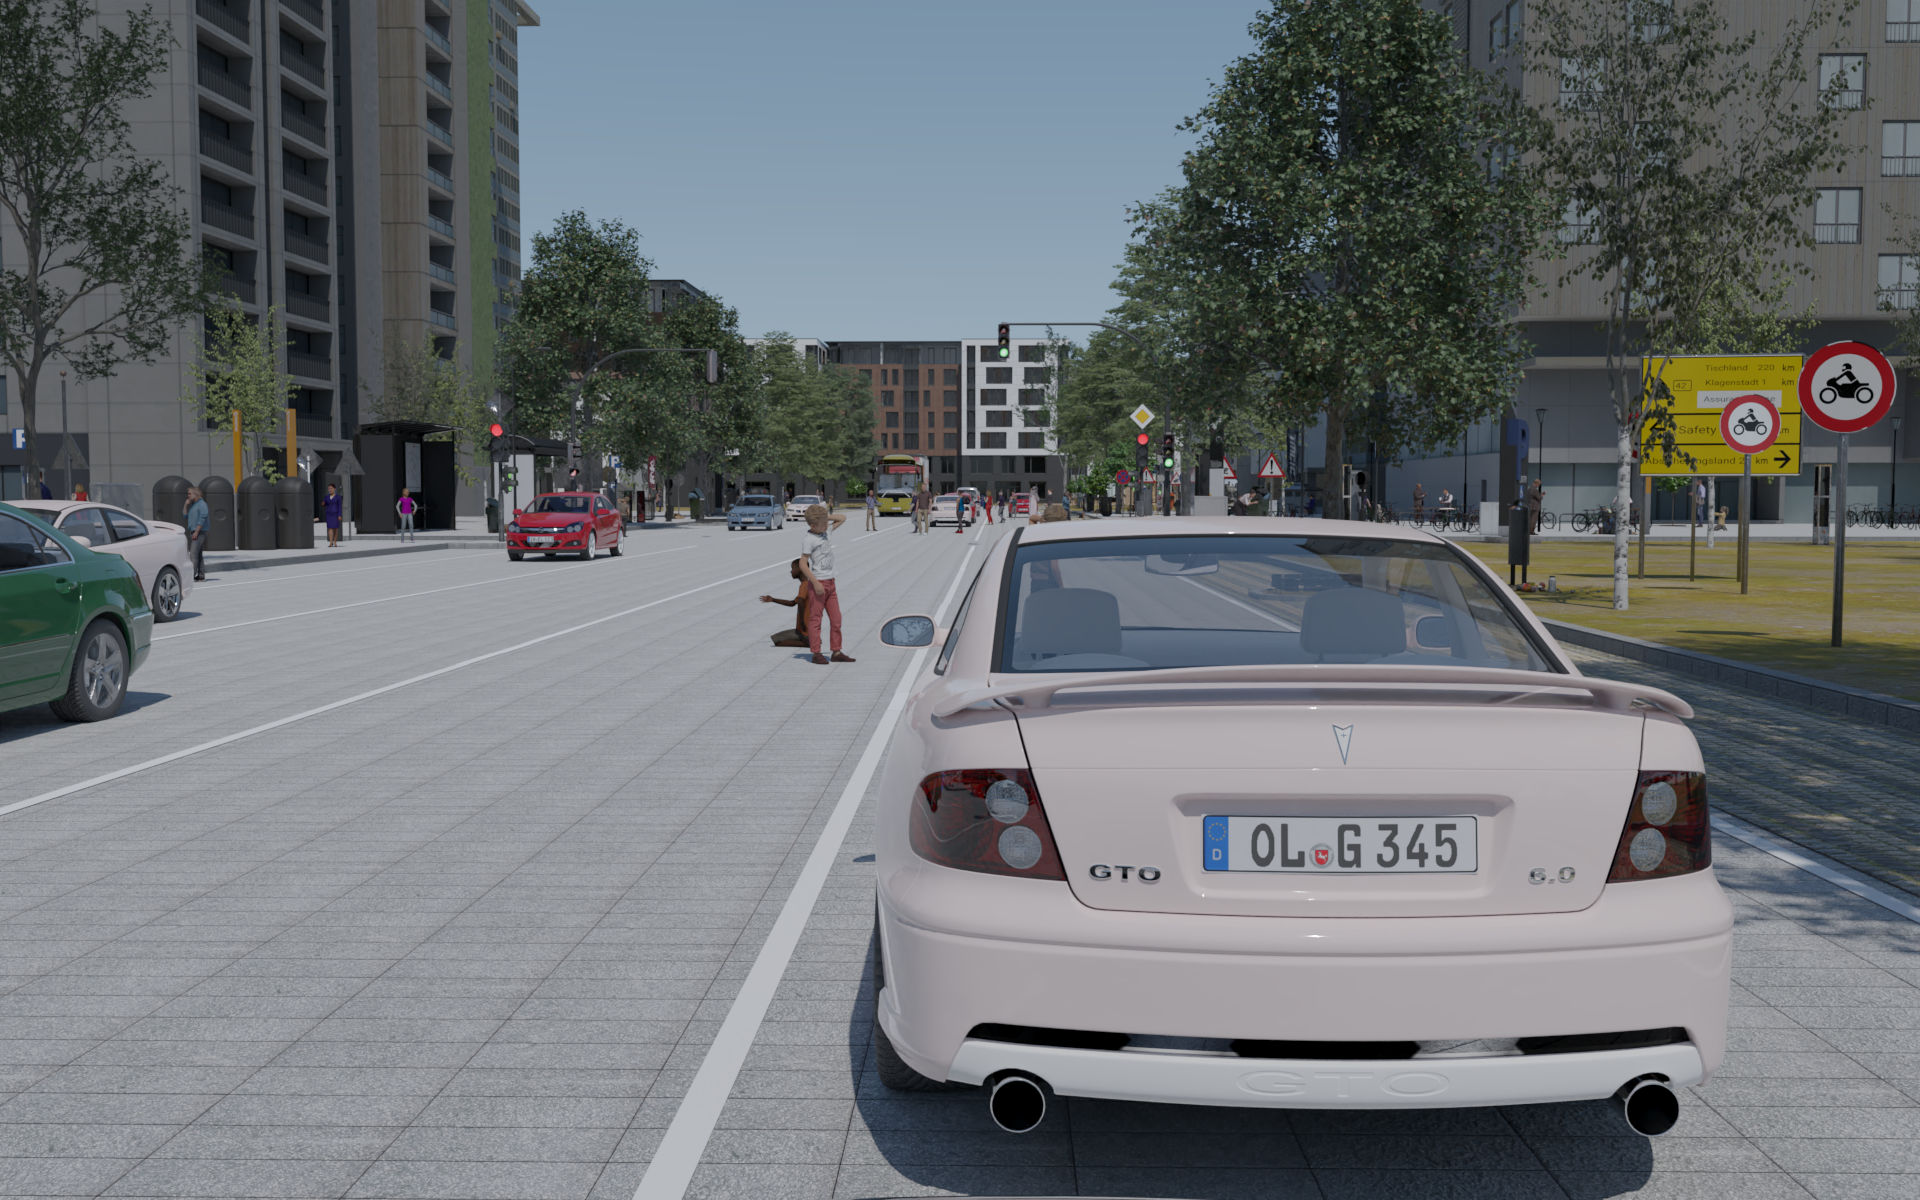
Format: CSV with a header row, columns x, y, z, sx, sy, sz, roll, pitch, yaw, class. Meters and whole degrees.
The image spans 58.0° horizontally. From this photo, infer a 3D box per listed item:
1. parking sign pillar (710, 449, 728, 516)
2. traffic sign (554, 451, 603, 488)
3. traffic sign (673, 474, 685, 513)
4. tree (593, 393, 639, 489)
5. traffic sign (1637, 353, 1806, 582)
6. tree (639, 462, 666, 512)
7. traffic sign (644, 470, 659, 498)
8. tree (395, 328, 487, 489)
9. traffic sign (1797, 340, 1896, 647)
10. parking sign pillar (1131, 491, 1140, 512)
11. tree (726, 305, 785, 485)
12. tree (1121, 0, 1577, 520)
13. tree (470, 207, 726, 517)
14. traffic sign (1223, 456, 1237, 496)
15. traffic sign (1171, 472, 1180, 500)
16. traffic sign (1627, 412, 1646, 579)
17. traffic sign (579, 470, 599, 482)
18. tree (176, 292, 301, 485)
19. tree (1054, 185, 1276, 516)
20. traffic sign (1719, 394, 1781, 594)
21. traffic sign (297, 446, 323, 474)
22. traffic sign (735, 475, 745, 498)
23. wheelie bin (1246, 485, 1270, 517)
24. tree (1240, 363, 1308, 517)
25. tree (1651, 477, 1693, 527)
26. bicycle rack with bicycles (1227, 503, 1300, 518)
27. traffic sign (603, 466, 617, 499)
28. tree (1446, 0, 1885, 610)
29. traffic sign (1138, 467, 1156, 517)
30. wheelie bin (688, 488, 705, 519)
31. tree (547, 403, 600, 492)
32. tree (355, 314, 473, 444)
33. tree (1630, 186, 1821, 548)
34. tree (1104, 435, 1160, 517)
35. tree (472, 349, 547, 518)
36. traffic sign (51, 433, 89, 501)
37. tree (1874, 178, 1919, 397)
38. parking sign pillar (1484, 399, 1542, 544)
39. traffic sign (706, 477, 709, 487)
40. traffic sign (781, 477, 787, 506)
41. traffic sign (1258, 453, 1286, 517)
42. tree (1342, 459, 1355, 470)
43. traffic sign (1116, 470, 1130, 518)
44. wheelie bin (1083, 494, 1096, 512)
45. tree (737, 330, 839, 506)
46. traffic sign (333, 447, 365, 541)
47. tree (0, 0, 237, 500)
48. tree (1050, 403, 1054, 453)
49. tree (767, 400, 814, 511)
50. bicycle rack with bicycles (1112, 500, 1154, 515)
x,y,z,sx,sy,sz,roll,pitch,yaw,class
-14.389,-7.037,103.524,1.447,3.967,1.447,0,4,-4,parking sign pillar
-17.143,-5.134,77.808,2.265,3.308,0.079,0,4,7,traffic sign
-17.616,-6.625,108.422,0.768,2.556,0.104,0,4,3,traffic sign
-21.168,-9.468,105.164,4.737,8.622,4.395,0,3,0,tree
11.046,-1.917,25.220,2.265,3.308,0.079,1,4,10,traffic sign
-21.564,-10.725,125.723,4.360,8.622,3.978,0,3,0,tree
-15.488,-5.313,86.976,0.768,2.556,0.104,0,4,3,traffic sign
-22.929,-7.733,76.805,4.737,8.622,4.395,0,3,0,tree
7.368,-0.879,14.479,0.768,2.556,0.104,1,4,10,traffic sign
13.134,-8.465,126.881,1.447,3.967,1.447,-1,4,-11,parking sign pillar
-14.390,-10.959,96.182,9.611,12.733,9.660,0,3,0,tree
8.002,-7.317,36.640,9.611,12.733,9.660,0,3,0,tree
-14.864,-9.318,69.354,9.611,12.733,9.660,0,3,0,tree
8.967,-3.602,58.893,0.884,2.594,0.081,0,4,4,traffic sign
12.504,-6.125,100.139,0.884,2.594,0.081,0,4,2,traffic sign
10.256,-1.584,26.009,0.768,2.556,0.104,0,4,5,traffic sign
-16.187,-4.621,75.564,0.884,2.594,0.081,0,4,2,traffic sign
-25.780,-6.863,62.572,4.737,8.622,4.395,0,3,0,tree
8.668,-8.913,63.856,7.486,12.596,7.792,0,3,0,tree
10.040,-1.345,22.100,0.768,2.556,0.104,0,4,2,traffic sign
-17.906,-2.930,47.639,0.795,2.593,0.064,0,4,6,traffic sign
-14.004,-6.748,110.438,0.768,2.556,0.104,0,4,7,traffic sign
10.627,-3.284,61.598,0.980,1.594,0.693,-3,4,-37,wheelie bin
16.634,-8.543,90.034,4.737,8.622,4.395,0,3,0,tree
28.292,-4.550,68.992,1.663,3.219,1.824,0,3,0,tree
11.563,-3.313,67.552,2.852,0.926,2.925,-1,4,-19,bicycle rack with bicycles
-15.954,-4.800,78.578,0.768,2.556,0.104,0,4,2,traffic sign
7.568,-4.193,18.912,4.360,8.622,3.978,0,3,0,tree
8.733,-4.969,81.241,0.884,2.594,0.081,1,4,8,traffic sign
-13.345,-4.874,87.606,0.693,1.594,0.980,1,4,16,wheelie bin
-22.781,-9.029,97.991,4.360,8.622,3.978,0,3,0,tree
-22.407,-7.356,70.631,4.360,8.622,3.978,0,3,0,tree
17.861,-5.535,40.861,4.737,8.622,4.395,0,3,0,tree
9.435,-6.859,95.863,4.285,4.588,4.351,0,3,0,tree
-24.995,-8.658,91.923,4.360,8.622,3.978,0,3,0,tree
-18.922,-2.252,36.819,0.884,2.594,0.081,1,4,9,traffic sign
22.918,-5.460,39.641,4.360,8.622,3.978,0,3,0,tree
14.491,-3.475,45.295,1.447,3.967,1.447,2,4,32,parking sign pillar
-15.520,-6.305,105.209,0.606,2.300,0.079,0,4,7,traffic sign
-12.950,-7.684,125.737,0.768,2.556,0.104,0,4,6,traffic sign
9.817,-3.341,54.625,0.884,2.594,0.081,0,4,2,traffic sign
21.257,-6.139,94.975,1.663,3.219,1.824,0,3,0,tree
8.571,-5.563,91.064,0.768,2.556,0.104,0,4,3,traffic sign
9.348,-7.116,124.254,0.980,1.594,0.693,0,4,-7,wheelie bin
-13.024,-12.372,120.409,7.486,12.596,7.792,0,3,0,tree
-16.769,-2.908,47.549,0.884,2.594,0.081,0,4,3,traffic sign
-15.889,-5.780,28.915,8.767,10.594,7.601,2,4,31,tree
10.023,-11.802,111.089,7.486,12.596,7.792,0,3,0,tree
-12.998,-10.926,128.995,4.737,8.622,4.395,0,3,0,tree
10.956,-5.813,108.427,2.925,0.926,2.852,-2,4,-33,bicycle rack with bicycles
